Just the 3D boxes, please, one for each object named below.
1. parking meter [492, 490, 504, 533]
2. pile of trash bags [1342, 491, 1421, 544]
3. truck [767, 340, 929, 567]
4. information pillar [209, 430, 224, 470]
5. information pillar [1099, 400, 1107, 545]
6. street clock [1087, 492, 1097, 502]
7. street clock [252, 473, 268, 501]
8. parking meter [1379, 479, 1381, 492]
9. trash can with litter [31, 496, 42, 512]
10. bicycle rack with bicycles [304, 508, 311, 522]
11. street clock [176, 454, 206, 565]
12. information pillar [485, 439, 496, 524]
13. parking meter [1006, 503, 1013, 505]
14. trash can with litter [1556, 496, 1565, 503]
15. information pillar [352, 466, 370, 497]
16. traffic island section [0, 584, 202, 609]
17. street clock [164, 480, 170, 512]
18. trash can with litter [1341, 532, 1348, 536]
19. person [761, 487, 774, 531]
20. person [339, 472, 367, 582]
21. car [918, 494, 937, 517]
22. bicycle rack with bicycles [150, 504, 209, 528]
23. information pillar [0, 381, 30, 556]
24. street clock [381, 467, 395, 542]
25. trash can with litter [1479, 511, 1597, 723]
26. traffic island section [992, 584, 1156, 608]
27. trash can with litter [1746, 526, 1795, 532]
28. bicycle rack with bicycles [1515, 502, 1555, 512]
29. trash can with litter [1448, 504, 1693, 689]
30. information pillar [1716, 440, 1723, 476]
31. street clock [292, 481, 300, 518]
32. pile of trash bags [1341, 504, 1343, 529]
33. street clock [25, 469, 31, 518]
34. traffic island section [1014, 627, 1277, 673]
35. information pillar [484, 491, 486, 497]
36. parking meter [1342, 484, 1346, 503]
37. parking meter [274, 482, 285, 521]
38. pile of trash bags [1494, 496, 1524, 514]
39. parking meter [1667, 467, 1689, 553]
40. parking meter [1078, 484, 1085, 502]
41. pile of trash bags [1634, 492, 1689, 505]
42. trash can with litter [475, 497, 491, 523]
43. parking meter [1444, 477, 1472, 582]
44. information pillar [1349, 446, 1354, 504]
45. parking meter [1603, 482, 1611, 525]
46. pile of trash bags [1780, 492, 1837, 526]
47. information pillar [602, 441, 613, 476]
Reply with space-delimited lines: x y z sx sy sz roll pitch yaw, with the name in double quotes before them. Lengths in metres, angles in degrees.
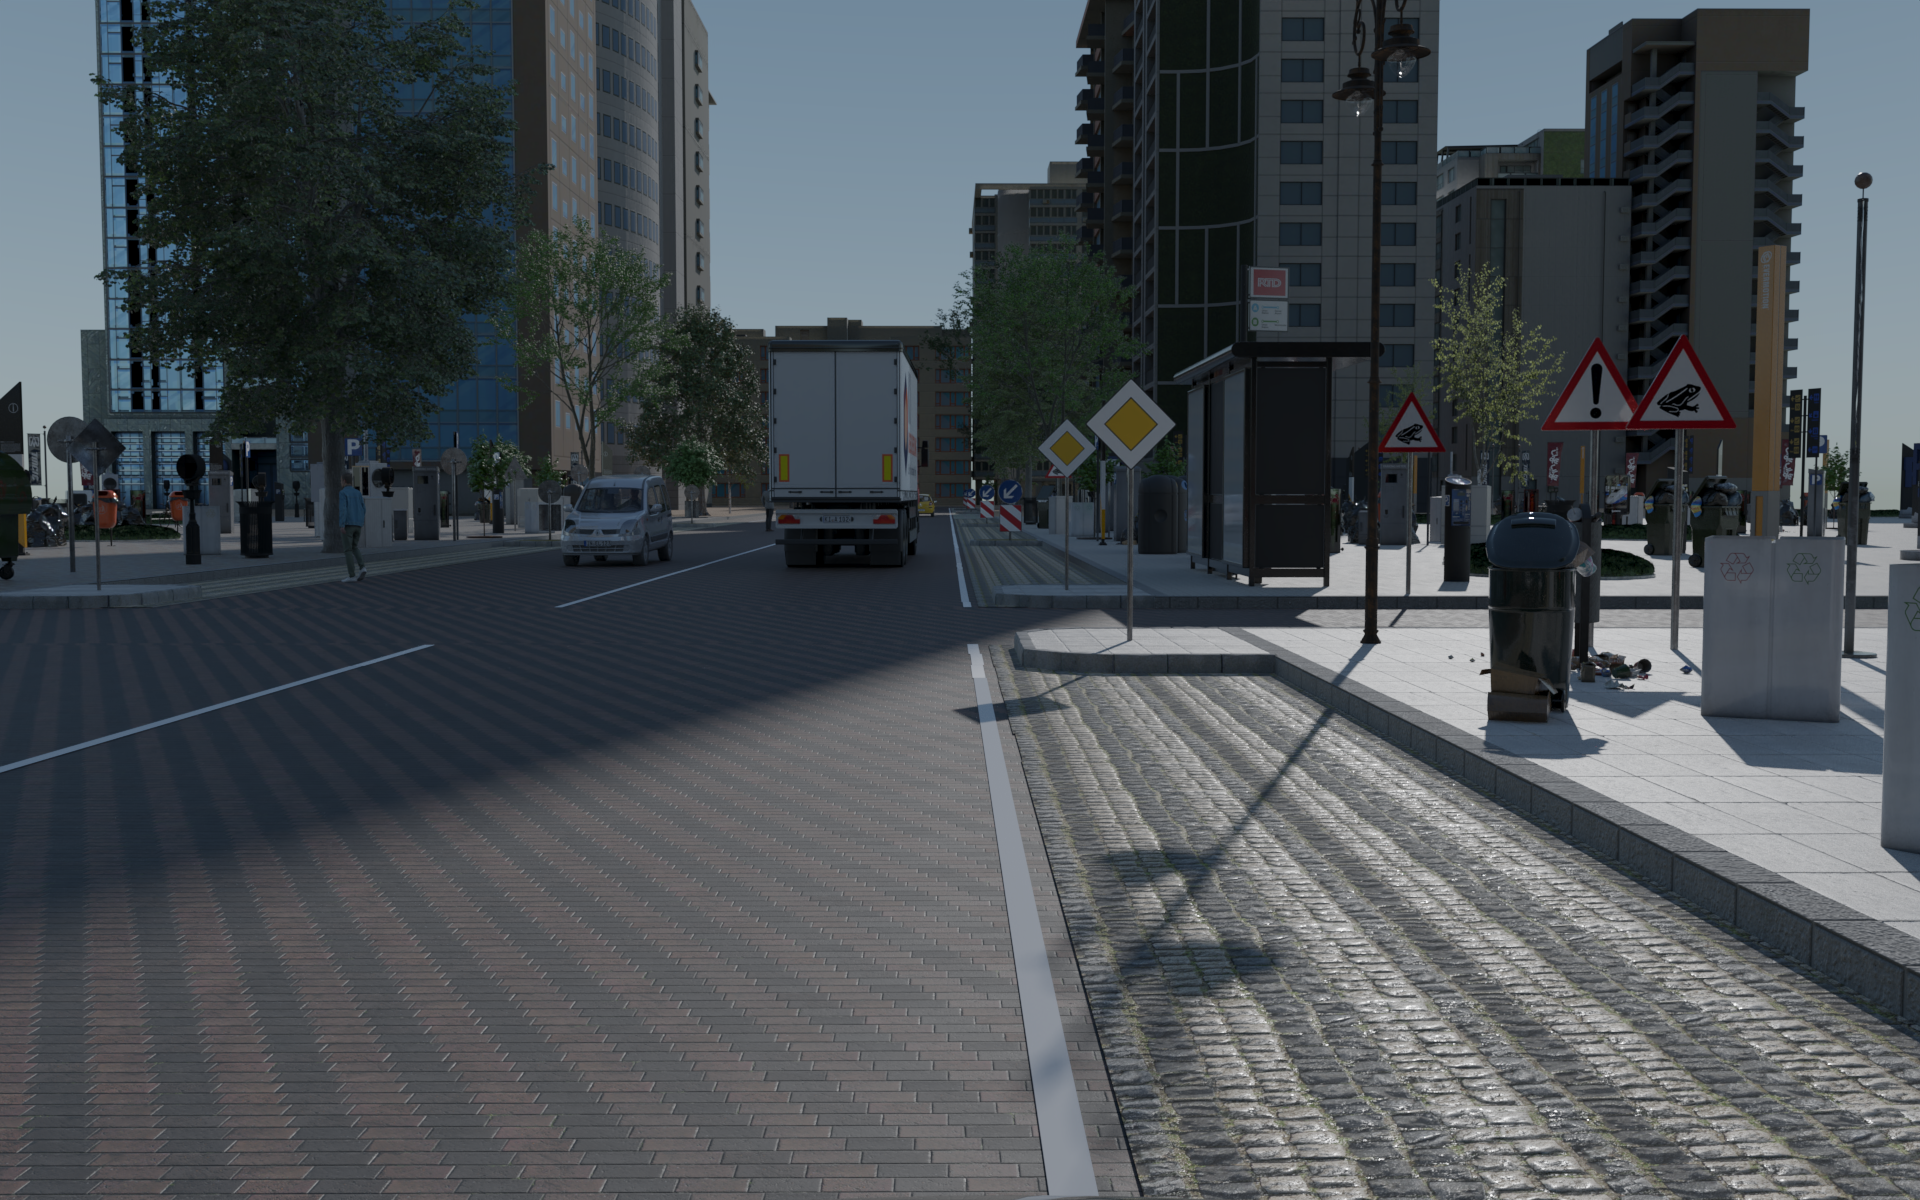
"parking meter" -15.098 -2.948 56.608 0.372 1.533 0.369 0 3 0
"pile of trash bags" 11.295 -2.230 46.207 1.912 1.369 3.447 1 4 14
"truck" -2.215 -2.951 37.171 2.839 4.237 11.283 0 4 1
"information pillar" -26.808 -4.352 62.518 0.504 3.616 0.183 0 4 3
"information pillar" 3.580 -3.182 43.378 0.183 3.616 0.504 0 4 0
"street clock" 4.299 -3.167 56.350 0.358 2.002 0.471 -3 4 -37
"street clock" -27.384 -3.862 67.707 0.471 2.002 0.358 -2 4 -29
"parking meter" 14.833 -3.353 60.538 0.255 1.863 0.399 -1 4 -15
"trash can with litter" -31.040 -2.919 58.786 1.678 1.210 2.233 0 4 -2
"bicycle rack with bicycles" -29.222 -4.093 80.308 2.852 0.926 2.925 -2 4 -28
"street clock" -13.965 -1.647 31.499 0.471 2.002 0.358 1 4 17
"information pillar" -20.008 -5.066 74.187 0.183 3.616 0.504 0 4 6
"parking meter" 2.503 -4.877 88.154 0.372 1.533 0.369 0 3 0
"trash can with litter" 31.219 -4.762 89.246 0.624 1.170 1.055 -3 5 -41
"information pillar" -15.631 -2.491 45.221 0.304 2.012 0.304 2 4 25
"traffic island section" -11.494 -0.049 23.080 2.009 0.180 2.903 0 4 0
"street clock" -40.454 -5.126 88.377 0.358 2.002 0.471 -1 4 -14
"trash can with litter" 11.090 -2.588 53.366 2.233 1.210 1.678 0 4 5
"person" -7.316 -3.541 66.579 0.592 1.802 0.473 3 5 41
"person" -9.887 -1.182 28.173 0.444 1.785 0.601 2 4 32
"car" -2.469 -6.086 109.724 2.015 1.641 3.980 0 4 0
"bicycle rack with bicycles" -29.086 -3.190 65.535 2.852 0.926 2.925 0 4 5
"information pillar" -19.736 -2.736 36.092 0.504 3.616 0.183 0 4 1
"street clock" -15.322 -2.559 46.411 0.358 2.002 0.471 0 4 -2
"trash can with litter" 3.368 0.079 10.093 0.624 1.170 1.055 1 4 21
"traffic island section" 1.447 -0.055 23.173 2.009 0.180 2.903 0 4 0
"trash can with litter" 27.643 -2.931 58.979 1.678 1.210 2.233 1 4 19
"bicycle rack with bicycles" 31.430 -4.995 95.047 2.852 0.926 2.925 -2 4 -31
"trash can with litter" 4.394 -0.085 12.449 1.678 1.210 2.233 1 4 15
"information pillar" 32.678 -5.090 74.579 0.183 3.616 0.504 3 5 40
"street clock" -36.235 -5.506 94.600 0.358 2.002 0.471 0 4 4
"pile of trash bags" 12.482 -2.878 56.809 1.912 1.369 3.447 2 4 28
"street clock" -27.337 -2.812 50.548 0.358 2.002 0.471 0 3 0
"traffic island section" 1.507 0.434 15.188 2.009 0.180 2.903 0 4 0
"information pillar" -21.944 -5.449 80.443 0.183 3.616 0.504 2 4 27
"parking meter" 20.142 -5.167 90.188 0.399 1.863 0.255 -1 4 -14
"parking meter" -32.053 -4.641 81.599 0.399 1.863 0.255 0 4 2
"pile of trash bags" 28.298 -4.940 90.514 3.447 1.369 1.912 3 4 37
"parking meter" 15.527 -1.944 37.491 0.255 1.863 0.399 -2 4 -30
"parking meter" 5.438 -4.383 77.369 0.255 1.863 0.399 0 4 -3
"pile of trash bags" 38.738 -5.214 94.998 3.447 1.369 1.912 1 4 13
"trash can with litter" -20.854 -3.983 76.512 0.624 1.170 1.055 2 4 29
"parking meter" 7.303 -1.040 25.421 0.372 1.533 0.369 0 3 0
"information pillar" 19.309 -5.753 85.419 0.183 3.616 0.504 0 4 -6
"parking meter" 26.435 -3.971 70.635 0.255 1.863 0.399 0 4 4
"pile of trash bags" 34.631 -3.755 71.145 1.912 1.369 3.447 3 4 36
"information pillar" -15.687 -5.238 76.999 0.504 3.616 0.183 -3 5 -40
